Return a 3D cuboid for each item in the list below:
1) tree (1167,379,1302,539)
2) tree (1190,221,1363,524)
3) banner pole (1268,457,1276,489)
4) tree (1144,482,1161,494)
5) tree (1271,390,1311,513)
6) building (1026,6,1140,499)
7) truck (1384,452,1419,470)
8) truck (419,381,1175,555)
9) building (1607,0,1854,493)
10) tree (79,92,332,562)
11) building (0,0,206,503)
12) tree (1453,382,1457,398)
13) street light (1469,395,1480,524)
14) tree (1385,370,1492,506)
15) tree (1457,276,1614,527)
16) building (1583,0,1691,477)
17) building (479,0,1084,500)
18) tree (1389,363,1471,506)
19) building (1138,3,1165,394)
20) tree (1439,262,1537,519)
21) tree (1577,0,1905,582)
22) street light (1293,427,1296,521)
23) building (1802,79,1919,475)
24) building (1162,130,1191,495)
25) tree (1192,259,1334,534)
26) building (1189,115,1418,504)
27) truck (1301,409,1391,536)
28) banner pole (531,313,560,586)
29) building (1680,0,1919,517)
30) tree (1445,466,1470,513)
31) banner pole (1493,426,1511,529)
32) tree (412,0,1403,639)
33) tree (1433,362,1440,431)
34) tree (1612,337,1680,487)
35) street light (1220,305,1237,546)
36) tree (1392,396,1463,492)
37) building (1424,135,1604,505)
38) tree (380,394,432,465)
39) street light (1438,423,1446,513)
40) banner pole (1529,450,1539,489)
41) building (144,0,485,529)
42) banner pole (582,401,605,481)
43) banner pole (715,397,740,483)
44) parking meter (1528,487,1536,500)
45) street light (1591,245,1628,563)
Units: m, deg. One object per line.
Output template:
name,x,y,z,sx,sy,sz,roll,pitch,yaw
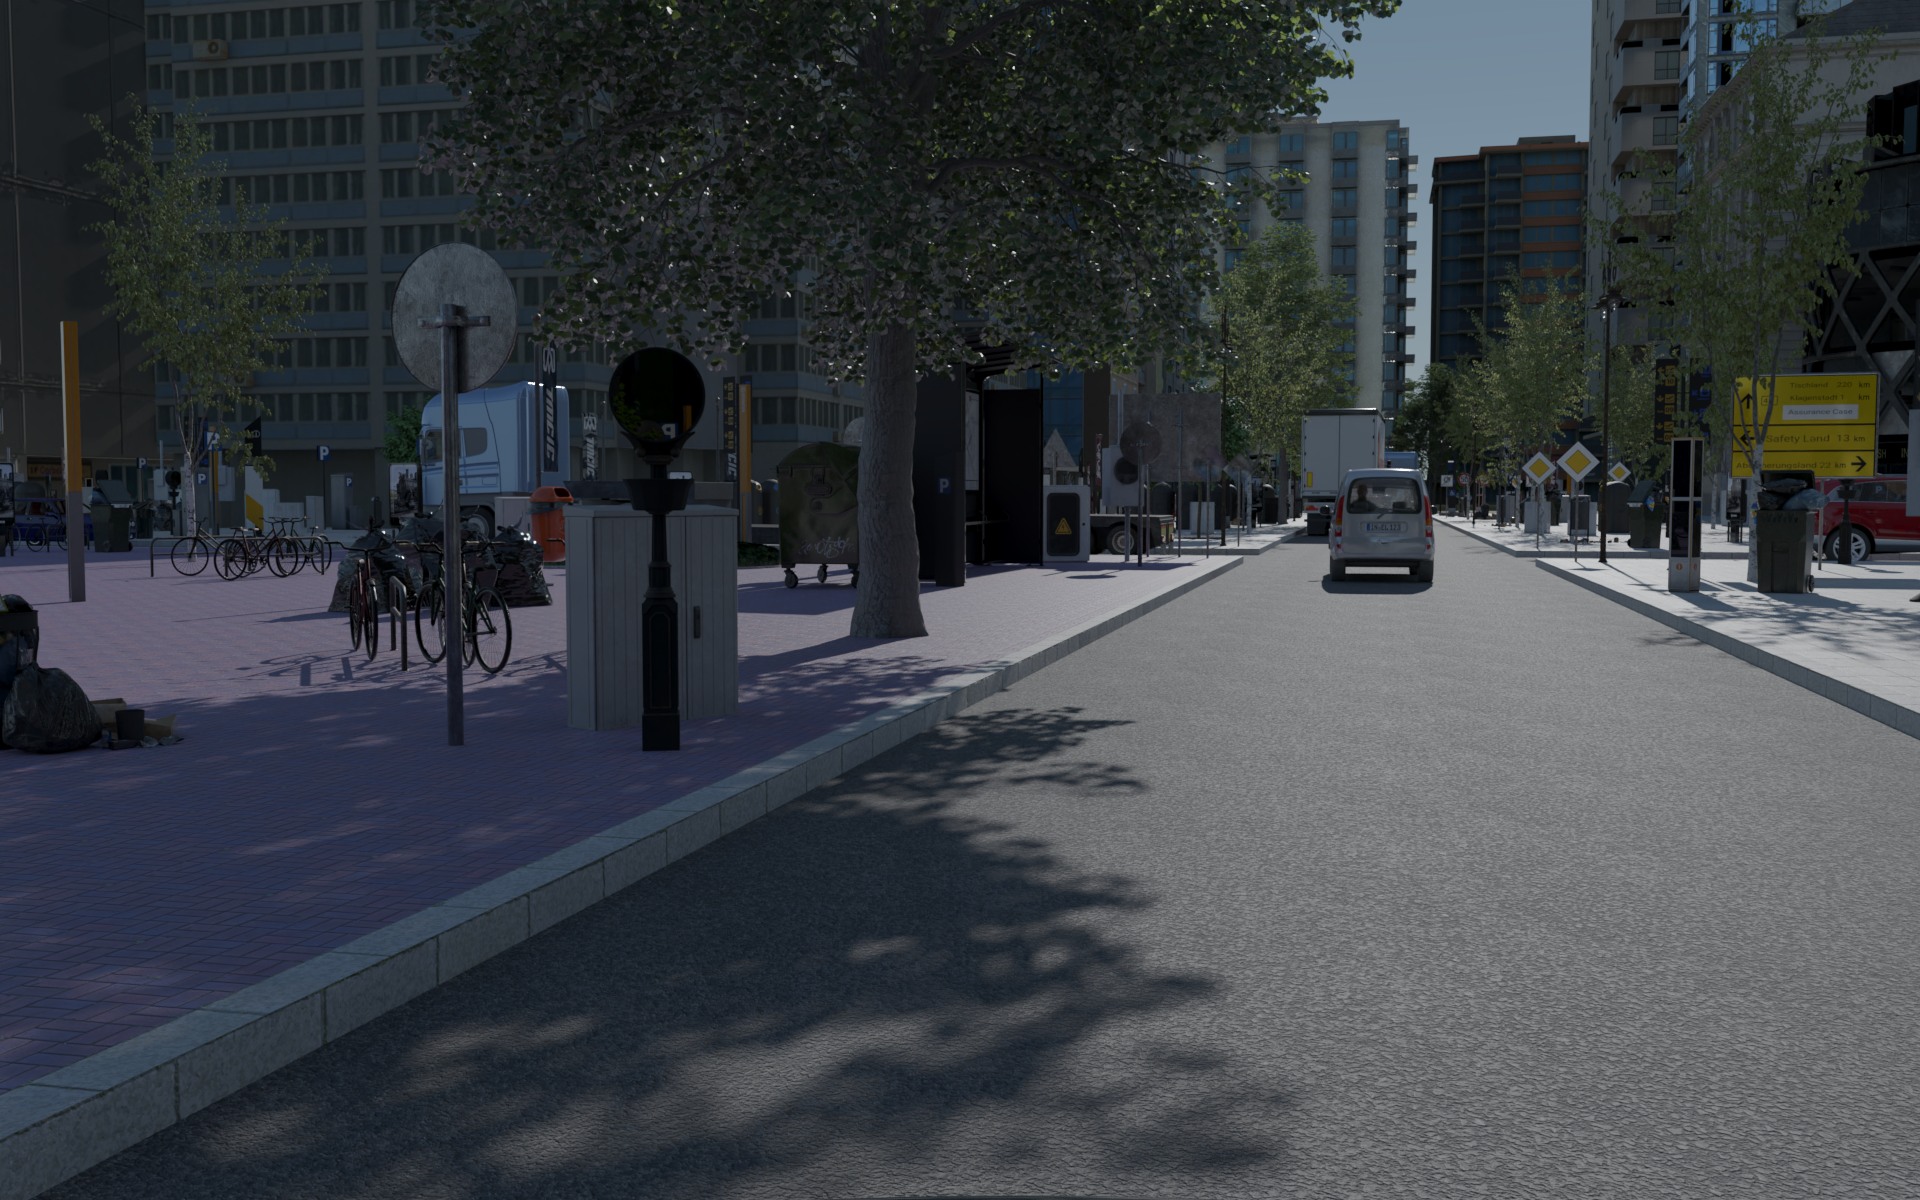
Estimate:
tree,6.819,-4.025,49.520,4.285,4.588,4.351,0,3,0
tree,13.235,-9.467,72.917,7.486,12.596,7.792,0,3,0
banner pole,19.816,-7.361,110.376,0.401,3.779,0.863,-3,5,-40
tree,11.100,-6.437,99.846,1.663,3.219,1.824,0,3,0
tree,22.666,-10.067,114.953,4.737,8.622,4.395,0,3,0
building,5.283,-29.139,126.532,14.600,45.320,14.200,1,4,13
truck,26.773,-7.083,105.564,2.967,4.110,18.799,1,4,14
truck,-4.458,-3.124,40.829,18.799,4.110,2.967,1,4,14
building,60.955,-49.652,124.488,22.319,86.520,31.000,1,4,13
tree,-14.280,-5.013,32.317,4.737,8.622,4.395,0,3,0
building,-51.053,-27.990,81.345,21.600,48.544,21.300,1,4,13
tree,21.499,-7.135,67.016,4.360,8.622,3.978,0,3,0
street light,22.193,-6.230,74.648,0.468,5.910,1.993,1,4,13
tree,35.655,-11.937,129.583,8.767,10.594,7.601,-2,4,-23
tree,19.826,-6.683,59.627,4.360,8.622,3.978,0,3,0
building,71.102,-34.488,153.111,28.713,52.752,27.495,1,4,13
building,-9.015,-25.444,107.894,32.217,40.220,23.993,1,4,13
tree,41.021,-14.142,149.354,7.486,12.596,7.792,0,3,0
building,8.714,-27.936,140.352,14.154,41.232,14.086,1,4,13
tree,17.842,-6.313,53.580,4.737,8.622,4.395,0,3,0
tree,11.599,-4.591,25.432,4.737,8.622,4.395,0,3,0
street light,15.683,-6.623,81.080,0.468,5.910,1.993,1,4,13
building,46.088,-12.759,76.060,16.820,18.784,16.811,1,4,13
building,11.490,-44.775,170.321,20.611,71.187,20.563,1,4,13
tree,9.442,-6.393,54.894,4.360,8.622,3.978,0,3,0
building,42.721,-36.874,222.504,30.456,49.044,23.786,1,4,13
truck,13.969,-4.498,62.457,2.839,4.237,11.283,1,4,15
banner pole,-5.815,-2.097,24.302,0.401,3.779,0.863,1,4,13
building,49.182,-18.911,96.578,14.401,28.519,23.554,1,4,13
tree,33.702,-7.514,117.449,1.663,3.219,1.824,0,3,0
banner pole,19.944,-4.497,63.549,0.863,3.779,0.401,-3,5,-41
tree,-0.585,-6.651,15.396,9.857,13.997,8.962,0,3,0
tree,26.189,-8.467,88.801,4.737,8.622,4.395,0,3,0
tree,32.062,-8.057,82.087,4.360,8.622,3.978,0,3,0
street light,6.503,-4.271,42.612,0.468,5.910,1.993,1,4,13
tree,45.762,-14.873,168.936,9.928,11.665,9.643,0,3,0
building,71.364,-34.262,214.808,28.867,44.769,22.147,1,4,13
tree,-17.531,-4.486,57.060,4.285,4.588,4.351,0,3,0
street light,31.344,-8.566,112.843,0.468,5.910,1.993,1,4,13
banner pole,32.474,-6.591,97.782,0.863,3.779,0.401,-1,4,-21
building,-16.860,-23.314,73.065,32.217,40.220,23.993,1,4,13
banner pole,-9.808,-3.465,46.671,0.863,3.779,0.401,-3,5,-40
banner pole,-6.056,-3.359,44.944,0.863,3.779,0.401,0,4,7
parking meter,33.231,-5.804,100.614,0.399,1.863,0.255,0,4,6
street light,12.057,-3.640,32.307,0.468,5.910,1.993,1,4,13
